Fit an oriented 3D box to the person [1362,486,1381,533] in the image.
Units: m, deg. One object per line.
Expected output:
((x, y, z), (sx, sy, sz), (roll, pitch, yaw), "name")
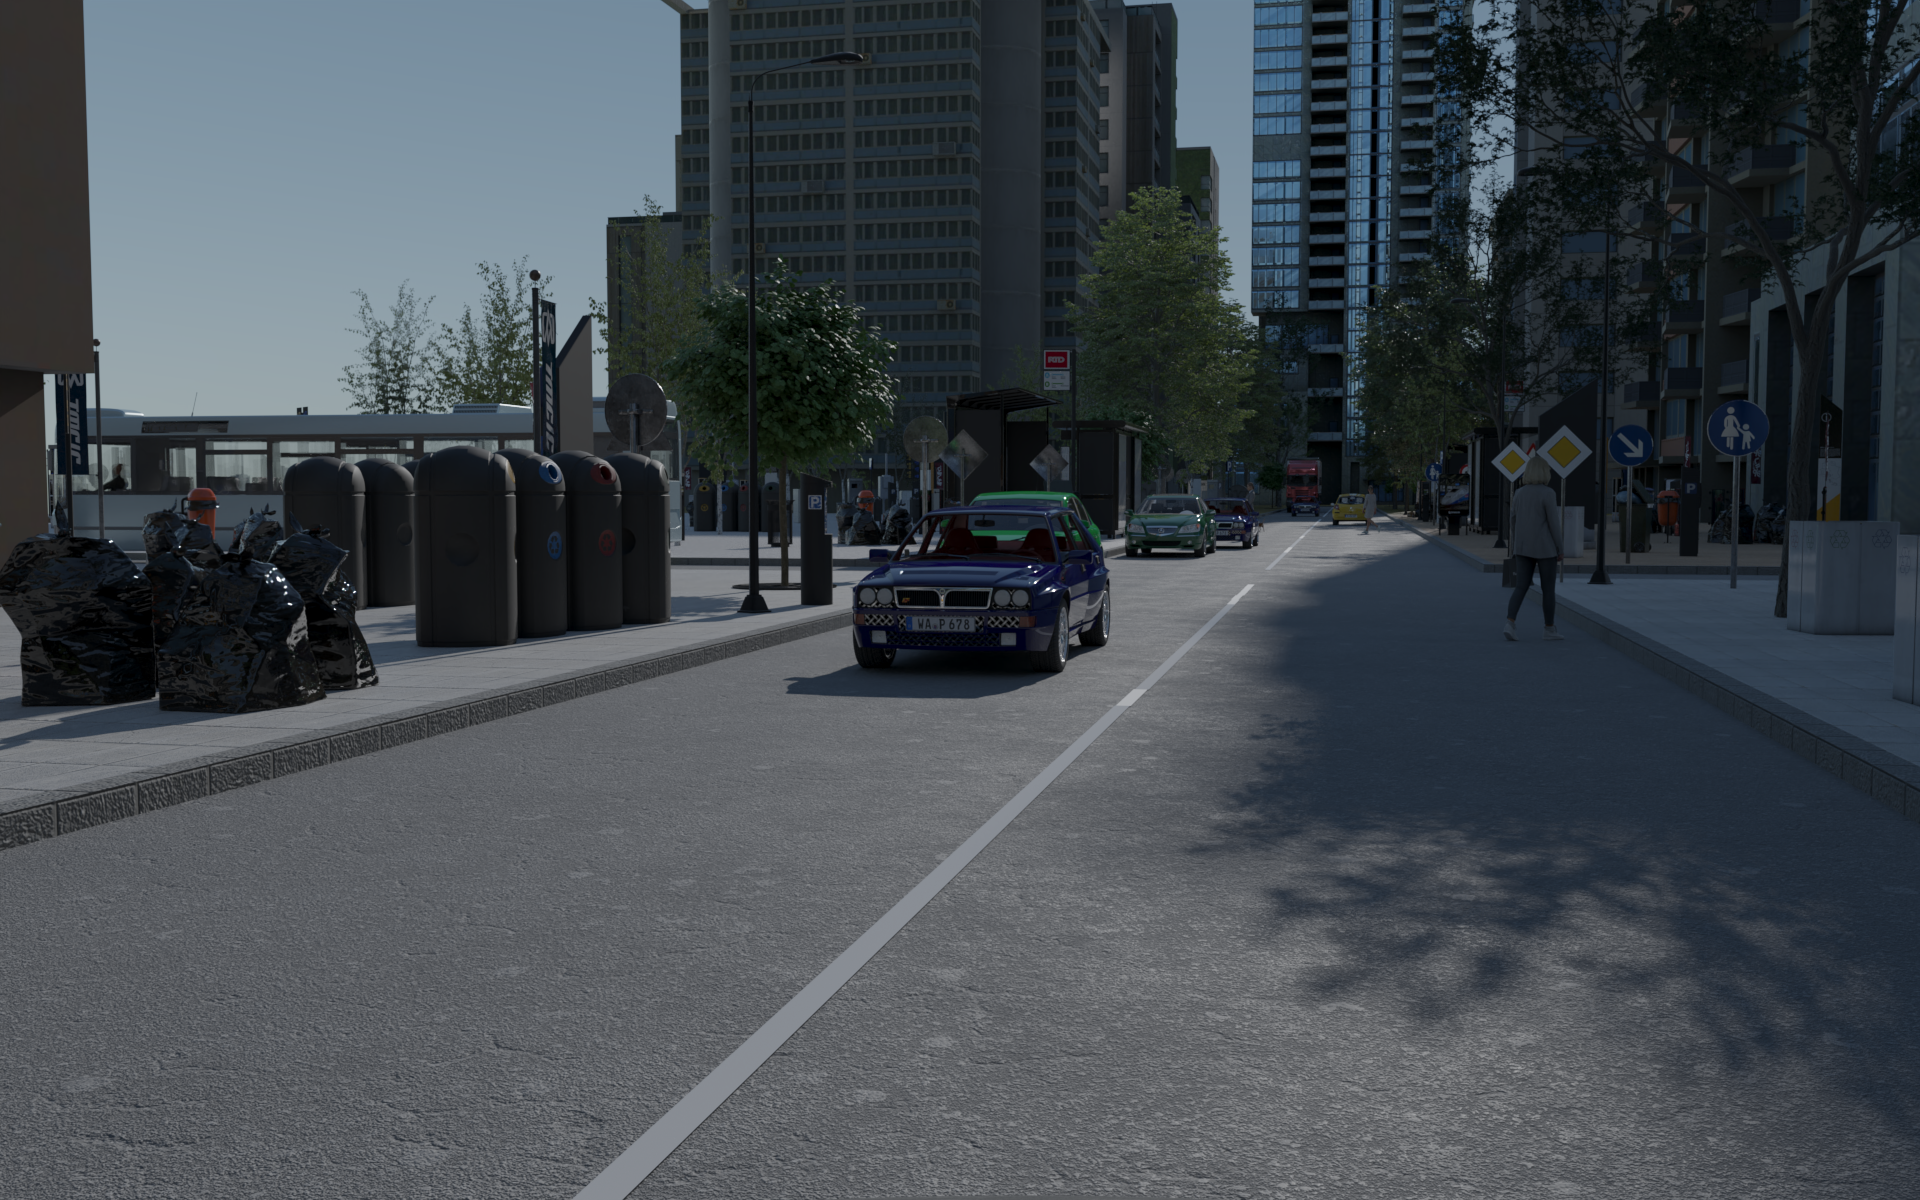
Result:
((14.977, -3.289, 63.033), (0.760, 1.731, 0.466), (2, 4, 34), "person")

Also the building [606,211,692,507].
((-27.534, -25.019, 180.758), (14.107, 30.474, 14.160), (1, 4, 13), "building")

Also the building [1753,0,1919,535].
((37.988, -44.664, 42.924), (31.000, 86.520, 22.319), (1, 4, 13), "building")

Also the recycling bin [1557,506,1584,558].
((12.173, -1.374, 35.019), (0.722, 1.027, 0.722), (2, 4, 31), "recycling bin")

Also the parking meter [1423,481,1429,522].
((21.412, -4.517, 79.570), (0.255, 1.863, 0.399), (1, 4, 19), "parking meter")

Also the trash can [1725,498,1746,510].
((26.954, -2.970, 60.215), (0.748, 1.137, 0.748), (0, 3, 0), "trash can")

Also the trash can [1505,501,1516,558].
((10.904, -1.334, 33.457), (0.748, 1.137, 0.748), (0, 3, 0), "trash can")

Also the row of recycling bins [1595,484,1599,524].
((25.952, -4.112, 74.342), (3.534, 1.692, 1.069), (0, 4, -6), "row of recycling bins")

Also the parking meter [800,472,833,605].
((-1.663, -0.714, 20.080), (0.372, 1.533, 0.369), (0, 3, 0), "parking meter")

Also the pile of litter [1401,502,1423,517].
((25.286, -5.018, 96.009), (1.719, 0.858, 1.176), (1, 4, 12), "pile of litter")

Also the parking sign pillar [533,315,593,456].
((-5.849, -2.270, 25.583), (1.447, 3.967, 1.447), (1, 4, 9), "parking sign pillar")

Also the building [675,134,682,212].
((-22.175, -36.498, 220.446), (21.600, 48.544, 21.300), (1, 4, 13), "building")

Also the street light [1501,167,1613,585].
((8.607, -3.187, 24.652), (1.470, 5.913, 1.316), (1, 4, 13), "street light")

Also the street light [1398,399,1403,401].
((21.927, -6.844, 84.442), (1.470, 5.913, 1.316), (1, 4, 13), "street light")

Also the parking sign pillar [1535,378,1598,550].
((14.128, -3.178, 40.426), (1.447, 3.967, 1.447), (0, 4, 6), "parking sign pillar")

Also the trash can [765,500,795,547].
((-4.368, -1.859, 42.044), (0.748, 1.137, 0.748), (0, 3, 0), "trash can")

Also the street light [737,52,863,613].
((-1.705, -2.810, 18.482), (1.470, 5.913, 1.316), (1, 4, 13), "street light")

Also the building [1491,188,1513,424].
((75.659, -31.400, 205.274), (23.993, 40.220, 32.217), (1, 4, 13), "building")

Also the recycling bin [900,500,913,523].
((-2.365, -4.017, 78.238), (0.722, 1.027, 0.722), (0, 4, -2), "recycling bin")

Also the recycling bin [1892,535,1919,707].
((6.161, 0.127, 10.472), (0.722, 1.027, 0.722), (0, 4, 8), "recycling bin")

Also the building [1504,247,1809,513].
((58.237, -51.265, 150.857), (22.319, 86.520, 31.000), (1, 4, 13), "building")

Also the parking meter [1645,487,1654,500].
((26.321, -3.534, 66.186), (0.372, 1.533, 0.369), (0, 3, 0), "parking meter")

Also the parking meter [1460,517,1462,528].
((18.562, -3.607, 64.680), (0.399, 1.863, 0.255), (2, 4, 32), "parking meter")

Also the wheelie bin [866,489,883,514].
((-5.158, -6.181, 108.966), (0.980, 1.594, 0.693), (-2, 4, -24), "wheelie bin")

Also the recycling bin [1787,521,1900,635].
((8.174, -0.214, 16.051), (0.722, 1.027, 0.722), (0, 4, 4), "recycling bin")

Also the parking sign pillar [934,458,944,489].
((-1.473, -6.938, 101.914), (1.447, 3.967, 1.447), (0, 4, -6), "parking sign pillar")

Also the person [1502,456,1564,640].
((5.577, -0.509, 17.007), (0.728, 1.800, 0.709), (-2, 4, -32), "person")

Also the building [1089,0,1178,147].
((9.948, -28.007, 141.506), (14.154, 41.232, 14.086), (1, 4, 13), "building")

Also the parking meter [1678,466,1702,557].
((15.036, -1.830, 35.629), (0.399, 1.863, 0.255), (1, 4, 22), "parking meter")

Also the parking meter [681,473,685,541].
((-7.729, -2.573, 47.776), (0.255, 1.863, 0.399), (-1, 4, -10), "parking meter")

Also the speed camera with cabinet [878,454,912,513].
((-2.967, -5.550, 85.083), (2.038, 3.252, 0.660), (-1, 4, -14), "speed camera with cabinet")

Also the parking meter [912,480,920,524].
((-1.776, -4.049, 71.905), (0.399, 1.863, 0.255), (2, 4, 25), "parking meter")

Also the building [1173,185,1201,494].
((16.369, -24.412, 170.842), (14.107, 30.474, 14.160), (1, 4, 13), "building")

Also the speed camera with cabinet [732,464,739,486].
((-14.671, -6.872, 106.686), (2.038, 3.252, 0.660), (0, 4, 2), "speed camera with cabinet")

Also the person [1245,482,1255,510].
((8.886, -2.753, 53.779), (0.573, 1.790, 0.520), (-1, 4, -9), "person")

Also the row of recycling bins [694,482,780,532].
((-7.548, -3.180, 59.112), (3.534, 1.692, 1.069), (2, 4, 25), "row of recycling bins")

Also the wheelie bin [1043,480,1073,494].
((2.176, -1.918, 39.271), (0.980, 1.594, 0.693), (0, 4, -7), "wheelie bin")

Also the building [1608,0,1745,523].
((44.183, -26.129, 81.831), (22.147, 44.769, 28.867), (1, 4, 13), "building")

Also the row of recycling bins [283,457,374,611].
((-6.623, -0.815, 20.436), (1.069, 1.692, 3.534), (1, 4, 15), "row of recycling bins")

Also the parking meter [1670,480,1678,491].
((28.692, -3.902, 69.512), (0.399, 1.863, 0.255), (-2, 4, -30), "parking meter")

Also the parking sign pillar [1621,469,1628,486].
((39.202, -6.872, 100.825), (1.447, 3.967, 1.447), (1, 4, 9), "parking sign pillar")

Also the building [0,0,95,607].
((-18.651, -22.260, 14.054), (14.200, 45.320, 14.600), (1, 4, 13), "building")

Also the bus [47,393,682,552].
((-12.308, -2.434, 34.657), (13.247, 3.499, 2.948), (1, 4, 11), "bus")

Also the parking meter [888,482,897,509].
((-3.258, -4.756, 83.471), (0.399, 1.863, 0.255), (-2, 4, -27), "parking meter")

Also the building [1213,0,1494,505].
((46.682, -54.551, 204.573), (31.000, 86.520, 22.319), (1, 4, 13), "building")

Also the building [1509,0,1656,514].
((50.350, -35.520, 122.759), (21.231, 58.520, 28.212), (1, 4, 13), "building")

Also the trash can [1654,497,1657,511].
((30.591, -3.933, 75.962), (0.748, 1.137, 0.748), (0, 3, 0), "trash can")

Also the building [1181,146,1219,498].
((23.537, -32.066, 207.868), (14.086, 41.232, 14.154), (1, 4, 13), "building")

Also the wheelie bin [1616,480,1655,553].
((14.797, -1.841, 38.002), (0.693, 1.594, 0.980), (2, 4, 35), "wheelie bin")

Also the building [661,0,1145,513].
((-2.996, -26.471, 124.687), (32.217, 40.220, 23.993), (1, 4, 13), "building")

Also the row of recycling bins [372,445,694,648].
((-3.818, -0.547, 16.060), (1.069, 1.692, 3.534), (1, 4, 19), "row of recycling bins")
